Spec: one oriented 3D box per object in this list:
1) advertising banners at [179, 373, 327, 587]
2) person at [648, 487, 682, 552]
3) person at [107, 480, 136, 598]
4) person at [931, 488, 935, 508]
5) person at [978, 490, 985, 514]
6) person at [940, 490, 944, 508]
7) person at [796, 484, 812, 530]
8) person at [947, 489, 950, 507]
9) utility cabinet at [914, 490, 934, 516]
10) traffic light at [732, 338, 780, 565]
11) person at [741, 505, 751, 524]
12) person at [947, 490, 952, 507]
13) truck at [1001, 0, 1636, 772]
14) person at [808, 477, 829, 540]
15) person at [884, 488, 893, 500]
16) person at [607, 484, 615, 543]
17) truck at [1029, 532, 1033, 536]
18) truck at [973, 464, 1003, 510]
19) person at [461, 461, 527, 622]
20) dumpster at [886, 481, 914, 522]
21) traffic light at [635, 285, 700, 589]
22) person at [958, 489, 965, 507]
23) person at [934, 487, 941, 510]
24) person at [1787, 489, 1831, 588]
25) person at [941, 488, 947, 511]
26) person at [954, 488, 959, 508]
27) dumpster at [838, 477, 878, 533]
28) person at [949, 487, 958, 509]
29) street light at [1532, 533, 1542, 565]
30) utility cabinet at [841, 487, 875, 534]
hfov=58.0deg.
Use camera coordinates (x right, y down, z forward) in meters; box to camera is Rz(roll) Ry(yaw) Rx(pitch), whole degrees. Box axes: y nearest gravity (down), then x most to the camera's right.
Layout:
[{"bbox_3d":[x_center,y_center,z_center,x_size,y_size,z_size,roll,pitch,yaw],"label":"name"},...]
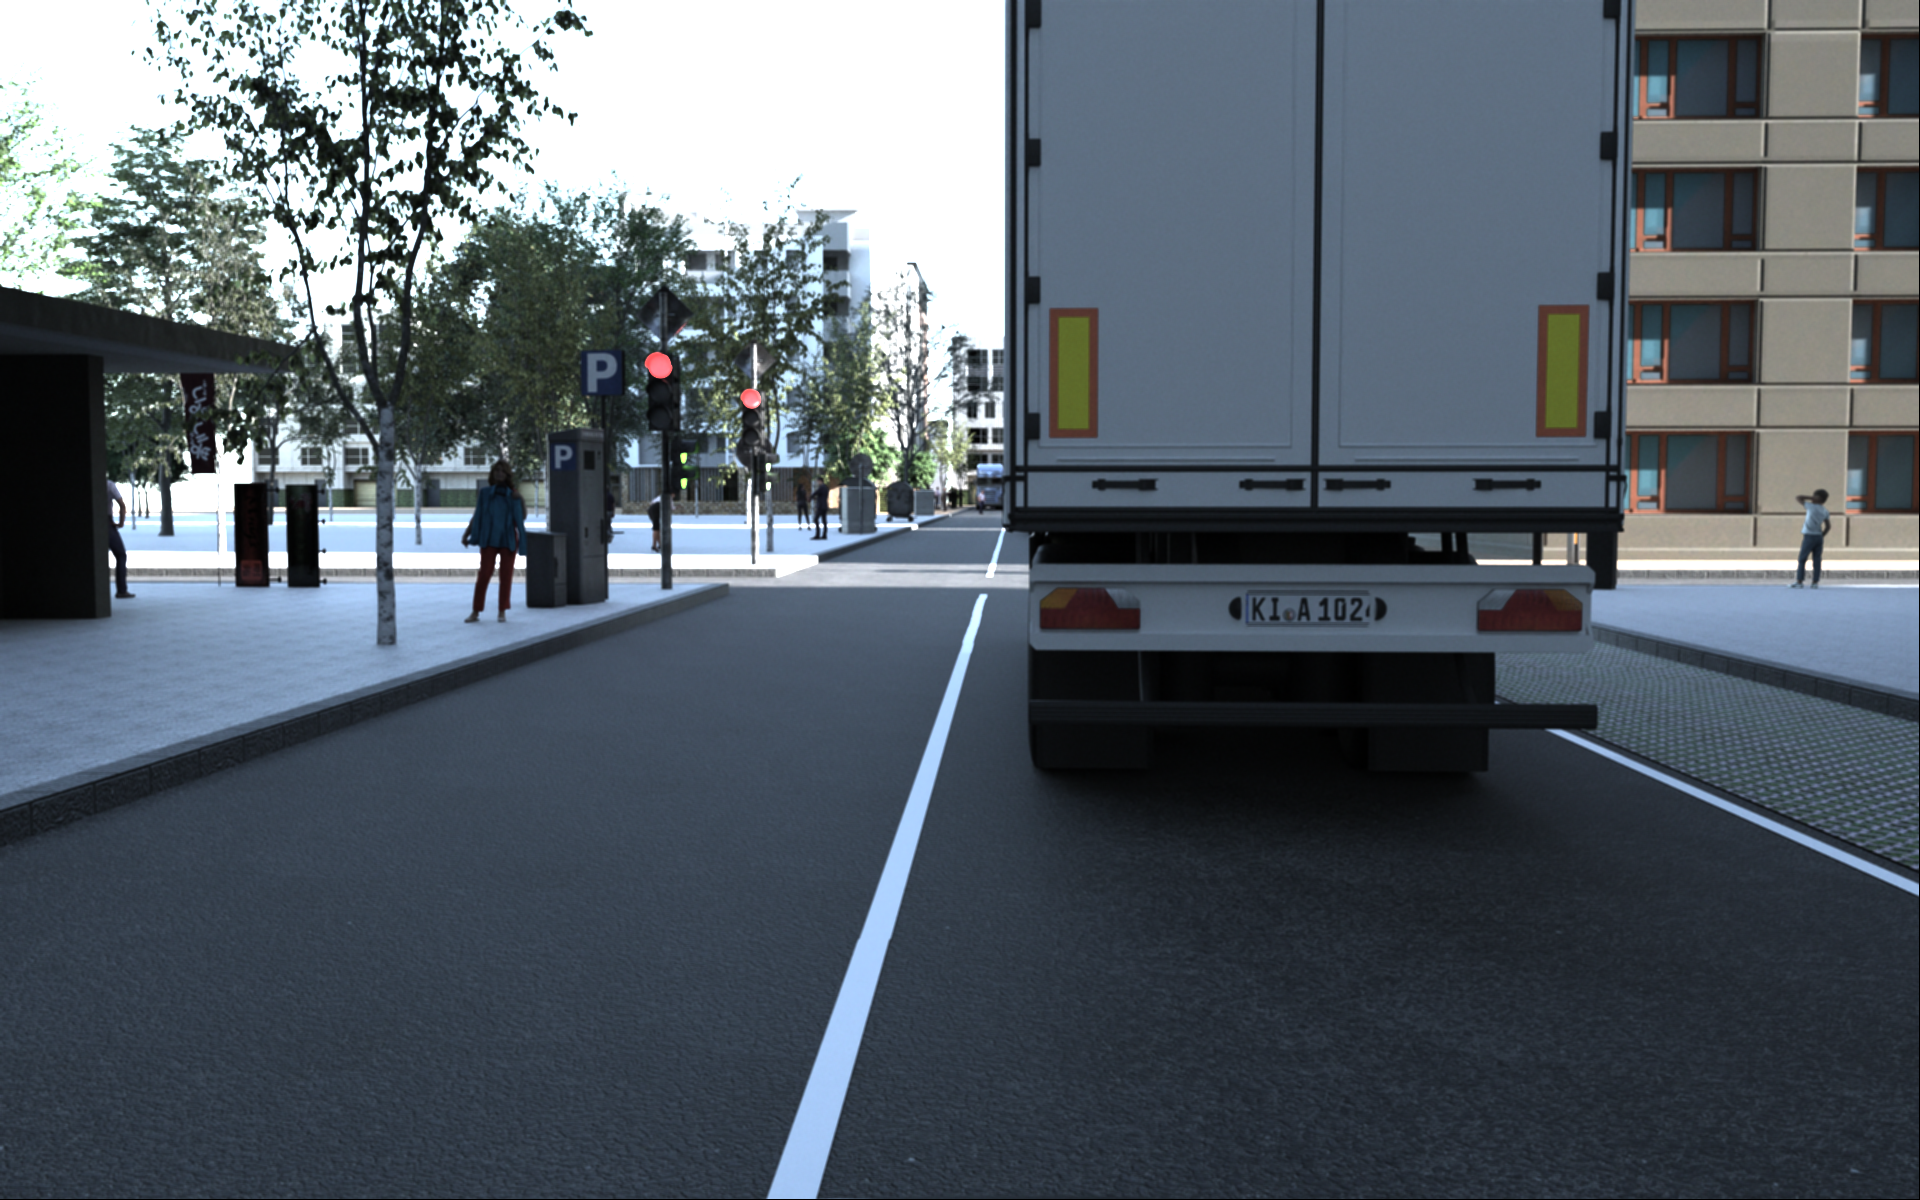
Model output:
[{"bbox_3d":[-9.774,-1.695,23.904,2.074,3.025,0.090,0,4,7],"label":"advertising banners"},{"bbox_3d":[-6.558,-1.781,38.358,0.628,1.438,0.799,0,4,6],"label":"person"},{"bbox_3d":[-10.580,-0.882,21.395,0.756,1.711,0.436,1,4,14],"label":"person"},{"bbox_3d":[-2.606,-9.512,161.653,1.350,1.814,0.705,-3,4,-37],"label":"person"},{"bbox_3d":[1.595,-6.977,123.519,0.756,1.711,0.436,-3,4,-36],"label":"person"},{"bbox_3d":[-1.562,-9.018,154.425,0.436,1.711,0.756,-1,4,-12],"label":"person"},{"bbox_3d":[-5.540,-3.300,61.464,0.593,1.643,0.415,-2,4,-33],"label":"person"},{"bbox_3d":[-1.062,-10.349,175.192,0.705,1.831,1.348,1,4,18],"label":"person"},{"bbox_3d":[-2.109,-5.718,102.173,1.173,1.500,0.318,-1,4,-20],"label":"utility cabinet"},{"bbox_3d":[-3.697,-2.591,31.280,0.839,4.253,0.868,0,4,2],"label":"traffic light"},{"bbox_3d":[-8.947,-3.614,73.422,0.655,0.850,0.859,0,4,-3],"label":"person"},{"bbox_3d":[-1.052,-10.173,172.900,0.750,1.759,0.617,0,4,-3],"label":"person"},{"bbox_3d":[1.719,-1.431,12.314,2.839,4.237,11.283,0,4,3],"label":"truck"},{"bbox_3d":[-4.022,-2.592,48.874,0.568,1.767,0.683,1,4,18],"label":"person"},{"bbox_3d":[-4.183,-6.236,108.140,1.348,1.807,0.705,-2,4,-32],"label":"person"},{"bbox_3d":[-9.240,-2.255,45.115,0.569,1.553,0.471,-1,4,-22],"label":"person"},{"bbox_3d":[3.629,-4.531,63.001,2.839,4.237,11.283,0,4,2],"label":"truck"},{"bbox_3d":[2.730,-10.525,161.835,2.967,4.110,18.799,0,4,0],"label":"truck"},{"bbox_3d":[-4.659,-0.590,17.396,0.593,1.614,0.444,0,4,8],"label":"person"},{"bbox_3d":[-2.787,-4.561,80.328,1.264,1.857,1.865,0,4,2],"label":"dumpster"},{"bbox_3d":[-3.951,-2.103,23.299,0.839,4.253,0.868,0,4,2],"label":"traffic light"},{"bbox_3d":[0.121,-10.087,171.100,0.705,1.807,1.348,-2,4,-28],"label":"person"},{"bbox_3d":[-1.743,-8.175,139.571,0.599,1.838,0.709,-3,5,-41],"label":"person"},{"bbox_3d":[11.591,-0.837,23.634,0.435,1.345,0.340,-1,4,-14],"label":"person"},{"bbox_3d":[-1.194,-7.576,130.463,0.434,1.755,0.990,1,4,9],"label":"person"},{"bbox_3d":[-0.369,-9.393,159.636,0.705,1.821,1.348,1,4,20],"label":"person"},{"bbox_3d":[-3.440,-3.207,58.188,1.264,1.857,1.865,0,4,2],"label":"dumpster"},{"bbox_3d":[-0.604,-8.831,150.052,0.705,1.869,1.348,-2,4,-35],"label":"person"},{"bbox_3d":[7.366,-3.007,21.960,0.468,5.910,1.993,0,4,2],"label":"street light"},{"bbox_3d":[-3.264,-2.876,55.702,0.318,1.500,1.173,3,5,45],"label":"utility cabinet"}]
